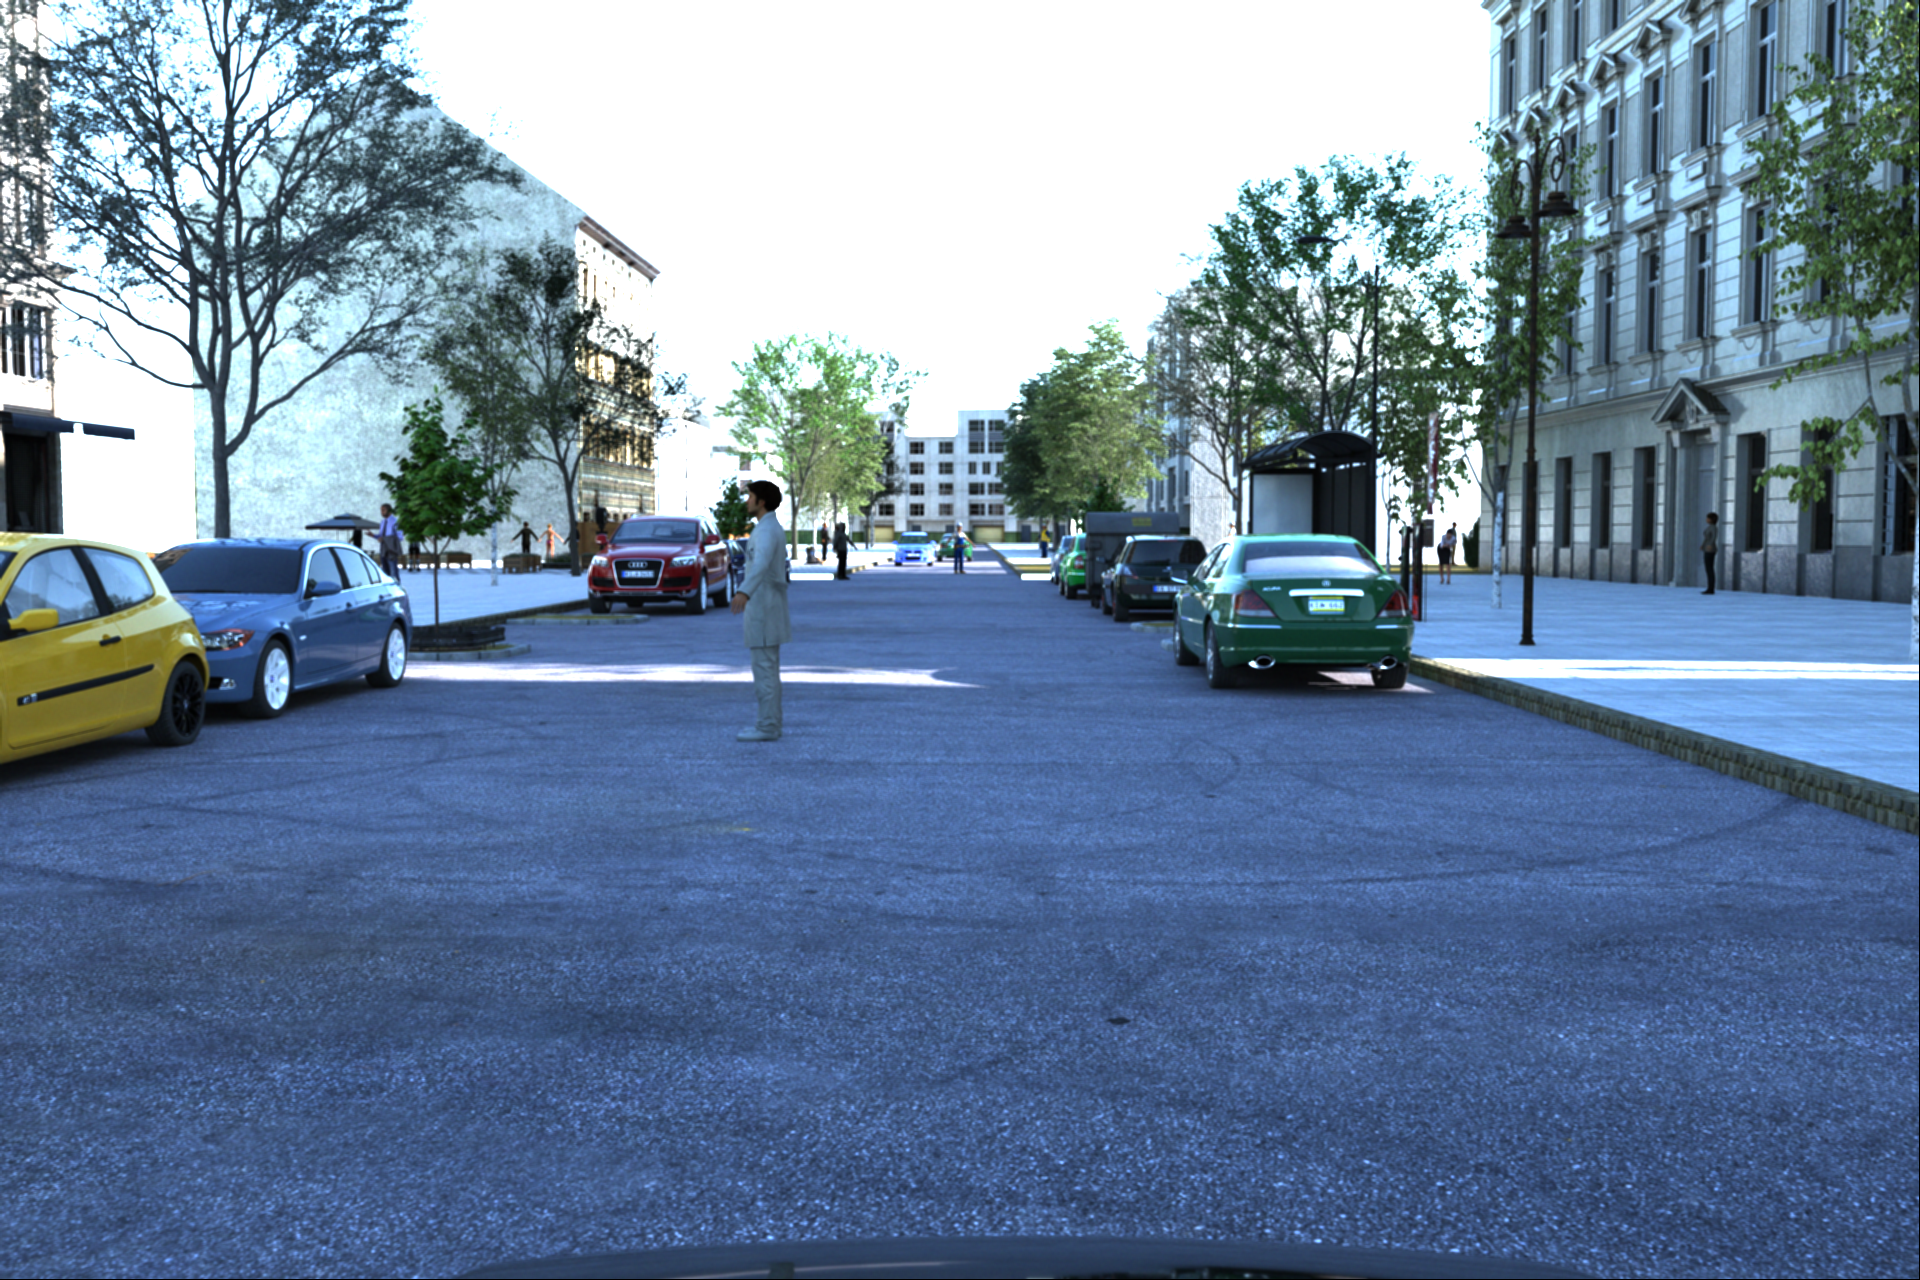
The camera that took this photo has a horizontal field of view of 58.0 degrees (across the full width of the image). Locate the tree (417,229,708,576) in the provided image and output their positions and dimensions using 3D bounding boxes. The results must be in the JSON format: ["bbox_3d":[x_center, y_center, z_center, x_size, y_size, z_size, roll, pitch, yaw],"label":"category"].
[{"bbox_3d":[-11.863,-7.244,52.856,8.767,10.594,7.601,-2,4,-29],"label":"tree"}]

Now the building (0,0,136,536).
[{"bbox_3d":[-31.060,-18.184,43.428,12.429,33.558,17.177,0,4,1],"label":"building"}]

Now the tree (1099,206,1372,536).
[{"bbox_3d":[10.442,-9.461,65.062,12.009,13.543,11.850,0,3,0],"label":"tree"}]

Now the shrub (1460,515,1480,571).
[{"bbox_3d":[18.257,-3.439,60.277,1.661,2.075,1.752,0,3,0],"label":"shrub"}]

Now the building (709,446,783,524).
[{"bbox_3d":[-22.838,-14.502,179.257,9.099,9.664,28.070,0,3,0],"label":"building"}]

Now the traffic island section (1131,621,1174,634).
[{"bbox_3d":[3.576,-0.183,25.853,1.991,0.108,1.994,0,3,0],"label":"traffic island section"}]

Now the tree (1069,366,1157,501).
[{"bbox_3d":[6.628,-7.653,75.494,4.360,8.622,3.978,0,3,0],"label":"tree"}]

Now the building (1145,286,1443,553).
[{"bbox_3d":[24.084,-16.254,132.206,16.747,18.905,31.486,0,4,0],"label":"building"}]

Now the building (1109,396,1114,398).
[{"bbox_3d":[24.700,-22.794,229.097,16.016,20.090,11.380,0,4,1],"label":"building"}]

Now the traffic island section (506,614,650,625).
[{"bbox_3d":[-6.147,-0.328,28.228,1.991,0.108,1.994,0,4,1],"label":"traffic island section"}]

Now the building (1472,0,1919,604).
[{"bbox_3d":[25.228,-15.882,36.086,17.030,29.872,44.131,0,4,0],"label":"building"}]

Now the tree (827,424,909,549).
[{"bbox_3d":[-8.092,-13.033,147.509,8.767,10.594,7.601,1,4,17],"label":"tree"}]

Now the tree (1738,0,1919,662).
[{"bbox_3d":[9.789,-4.102,17.426,4.737,8.622,4.395,0,3,0],"label":"tree"}]

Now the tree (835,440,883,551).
[{"bbox_3d":[-8.267,-10.868,128.057,4.360,8.622,3.978,0,3,0],"label":"tree"}]

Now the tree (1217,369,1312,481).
[{"bbox_3d":[12.843,-7.526,73.418,4.737,8.622,4.395,0,3,0],"label":"tree"}]

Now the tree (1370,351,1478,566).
[{"bbox_3d":[18.213,-7.220,68.409,4.737,8.622,4.395,0,3,0],"label":"tree"}]

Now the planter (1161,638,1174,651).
[{"bbox_3d":[3.547,-0.034,21.695,1.991,0.319,1.994,0,4,1],"label":"planter"}]

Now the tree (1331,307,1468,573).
[{"bbox_3d":[14.298,-6.499,56.623,4.737,8.622,4.395,0,3,0],"label":"tree"}]

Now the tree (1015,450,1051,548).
[{"bbox_3d":[8.075,-14.241,158.601,9.928,11.665,9.643,0,3,0],"label":"tree"}]

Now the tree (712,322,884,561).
[{"bbox_3d":[-7.866,-9.658,83.658,9.928,11.665,9.643,0,3,0],"label":"tree"}]

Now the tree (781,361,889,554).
[{"bbox_3d":[-8.305,-11.946,113.450,7.486,12.596,7.792,0,3,0],"label":"tree"}]

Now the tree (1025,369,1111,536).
[{"bbox_3d":[7.794,-12.221,117.939,7.486,12.596,7.792,0,3,0],"label":"tree"}]

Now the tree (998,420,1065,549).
[{"bbox_3d":[6.773,-14.141,149.329,7.486,12.596,7.792,0,3,0],"label":"tree"}]

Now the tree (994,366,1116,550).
[{"bbox_3d":[7.216,-13.656,129.924,9.857,13.997,8.962,0,3,0],"label":"tree"}]

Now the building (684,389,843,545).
[{"bbox_3d":[-25.044,-22.059,227.126,16.747,18.905,31.486,0,4,1],"label":"building"}]

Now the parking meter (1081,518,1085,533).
[{"bbox_3d":[4.158,-3.102,56.422,0.399,1.863,0.255,0,4,1],"label":"parking meter"}]

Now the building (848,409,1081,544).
[{"bbox_3d":[0.978,-23.405,251.578,31.486,18.905,16.747,1,4,10],"label":"building"}]

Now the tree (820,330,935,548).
[{"bbox_3d":[-8.639,-18.651,160.839,12.611,20.169,13.585,0,3,0],"label":"tree"}]

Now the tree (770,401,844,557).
[{"bbox_3d":[-7.957,-8.886,95.653,4.360,8.622,3.978,0,3,0],"label":"tree"}]

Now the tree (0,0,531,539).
[{"bbox_3d":[-12.210,-7.230,28.574,12.009,13.543,11.850,0,3,0],"label":"tree"}]

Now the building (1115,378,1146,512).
[{"bbox_3d":[27.346,-22.895,205.254,19.493,23.208,18.063,0,4,1],"label":"building"}]

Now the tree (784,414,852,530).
[{"bbox_3d":[-7.886,-9.279,102.067,4.360,8.622,3.978,0,3,0],"label":"tree"}]

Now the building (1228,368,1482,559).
[{"bbox_3d":[22.270,-9.760,101.729,9.099,9.664,28.070,0,4,1],"label":"building"}]

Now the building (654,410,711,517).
[{"bbox_3d":[-23.170,-11.455,129.436,9.099,9.664,28.070,0,4,0],"label":"building"}]

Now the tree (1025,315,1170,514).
[{"bbox_3d":[7.199,-10.496,89.729,7.486,12.596,7.792,0,3,0],"label":"tree"}]

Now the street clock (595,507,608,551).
[{"bbox_3d":[-9.709,-2.592,46.953,0.358,2.002,0.471,0,4,1],"label":"street clock"}]

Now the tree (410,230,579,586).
[{"bbox_3d":[-11.780,-5.646,42.669,4.360,8.622,3.978,0,3,0],"label":"tree"}]

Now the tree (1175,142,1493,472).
[{"bbox_3d":[9.747,-7.351,45.949,9.928,11.665,9.643,0,3,0],"label":"tree"}]

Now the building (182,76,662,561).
[{"bbox_3d":[-27.058,-15.902,90.928,19.493,23.208,18.063,0,4,1],"label":"building"}]

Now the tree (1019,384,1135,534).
[{"bbox_3d":[7.064,-10.590,107.564,8.767,10.594,7.601,3,5,40],"label":"tree"}]

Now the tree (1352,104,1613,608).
[{"bbox_3d":[9.287,-4.883,30.205,4.737,8.622,4.395,0,3,0],"label":"tree"}]
